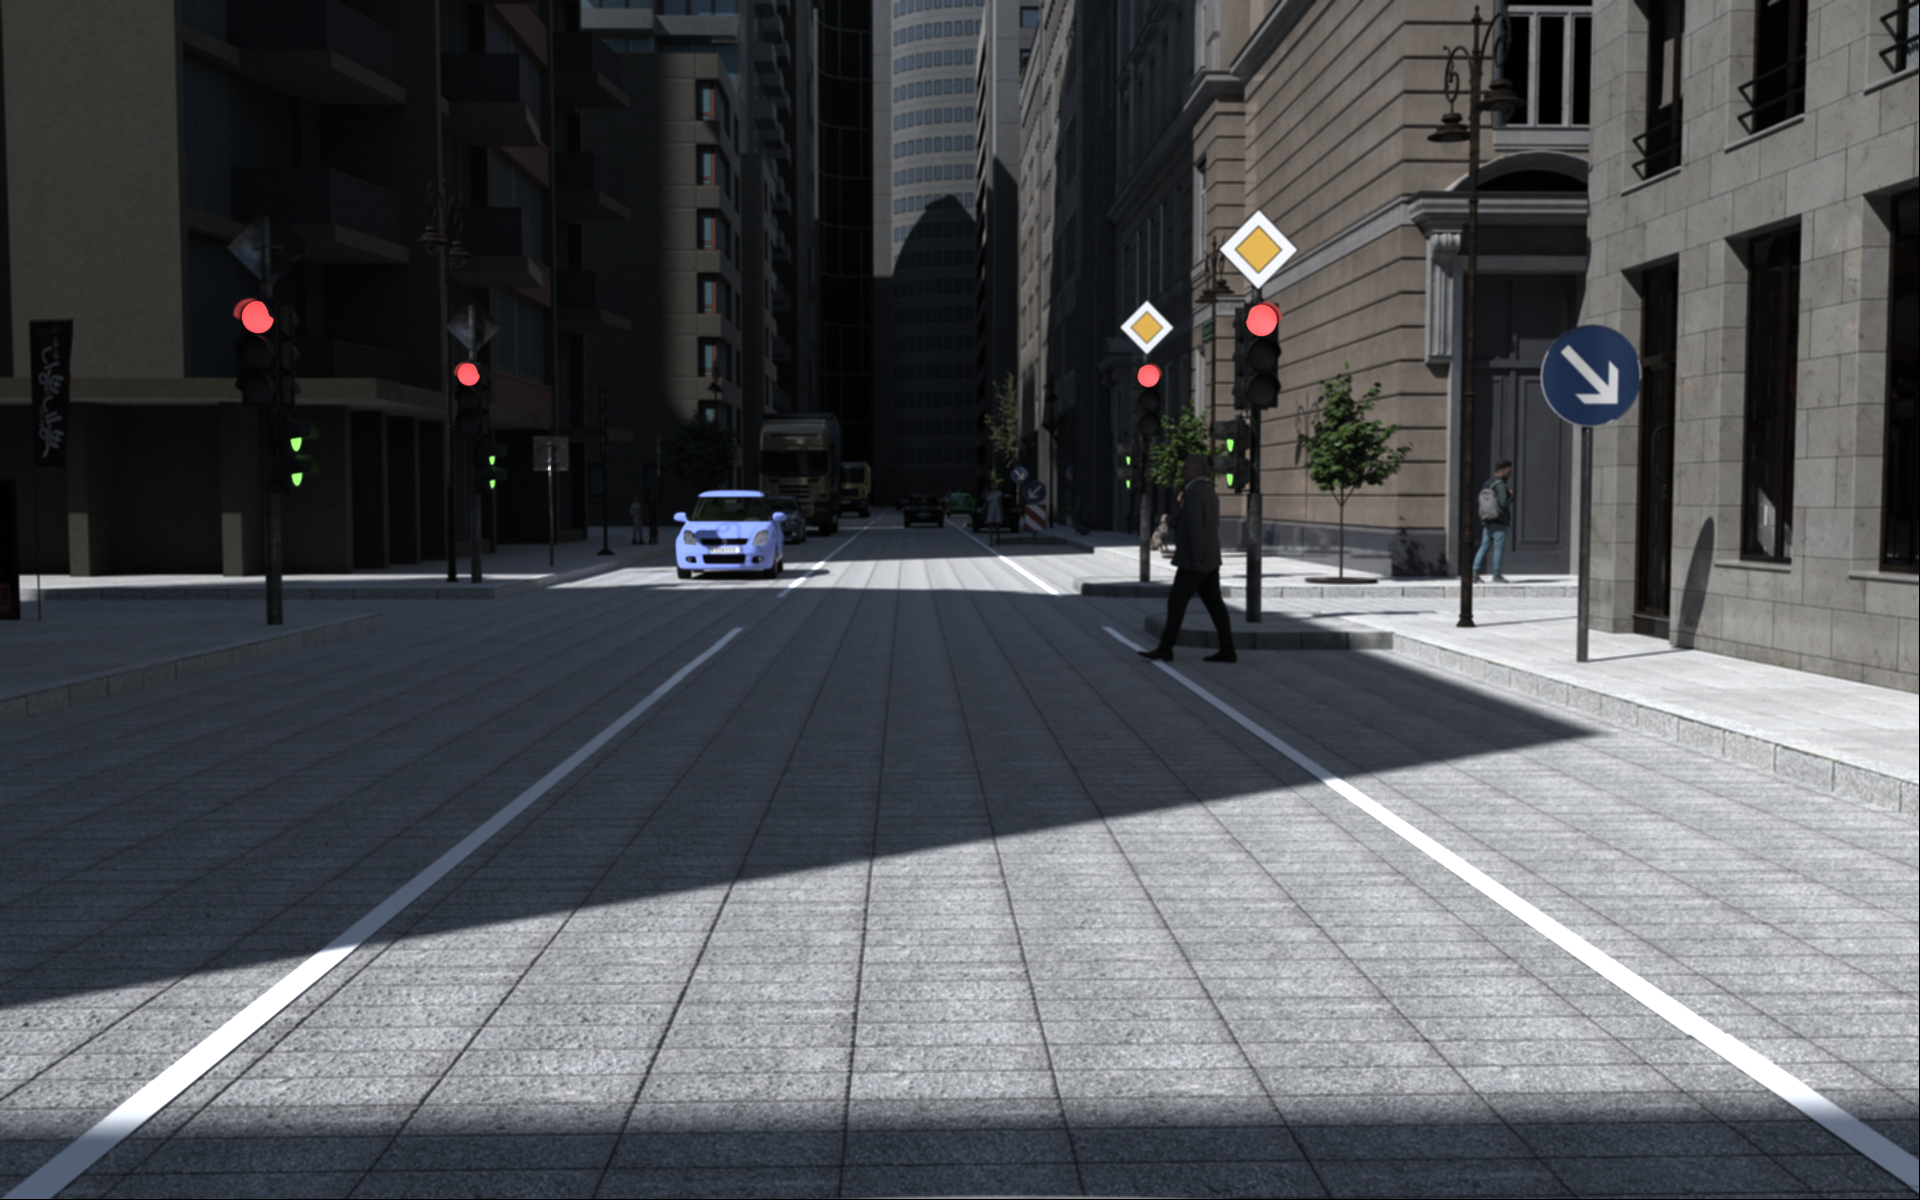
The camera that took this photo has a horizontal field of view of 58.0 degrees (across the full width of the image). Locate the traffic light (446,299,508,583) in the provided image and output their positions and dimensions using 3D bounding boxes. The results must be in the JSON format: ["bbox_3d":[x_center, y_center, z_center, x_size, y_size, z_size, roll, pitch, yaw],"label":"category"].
[{"bbox_3d":[-6.971,-2.202,24.926,0.839,4.253,0.868,0,4,-2],"label":"traffic light"}]

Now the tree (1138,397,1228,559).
[{"bbox_3d":[4.670,-2.441,34.517,1.663,3.219,1.824,0,3,0],"label":"tree"}]

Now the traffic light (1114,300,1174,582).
[{"bbox_3d":[2.685,-2.221,25.228,0.839,4.253,0.868,0,4,-2],"label":"traffic light"}]

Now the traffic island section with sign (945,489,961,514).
[{"bbox_3d":[-0.317,-7.265,127.417,1.989,1.847,2.006,0,4,-2],"label":"traffic island section with sign"}]

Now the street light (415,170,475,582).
[{"bbox_3d":[-7.428,-3.203,25.156,0.468,5.910,1.993,0,4,-2],"label":"street light"}]

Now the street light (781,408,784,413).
[{"bbox_3d":[-9.534,-7.375,93.367,0.468,5.910,1.993,0,4,-2],"label":"street light"}]

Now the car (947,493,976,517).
[{"bbox_3d":[0.032,-6.165,109.591,1.959,1.807,4.718,0,4,-1],"label":"car"}]

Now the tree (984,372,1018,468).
[{"bbox_3d":[3.526,-9.371,103.571,4.737,8.622,4.395,0,3,0],"label":"tree"}]

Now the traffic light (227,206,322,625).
[{"bbox_3d":[-6.733,-1.714,16.944,0.839,4.253,0.868,0,4,-2],"label":"traffic light"}]

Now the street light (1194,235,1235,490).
[{"bbox_3d":[4.560,-3.573,31.200,0.468,5.910,1.993,0,4,-2],"label":"street light"}]

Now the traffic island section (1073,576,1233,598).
[{"bbox_3d":[2.726,-0.187,25.344,2.009,0.180,2.903,0,4,-2],"label":"traffic island section"}]

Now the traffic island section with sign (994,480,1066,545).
[{"bbox_3d":[1.999,-2.526,49.932,1.989,1.847,2.006,0,4,-2],"label":"traffic island section with sign"}]

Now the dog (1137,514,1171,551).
[{"bbox_3d":[4.409,-1.526,39.326,0.800,0.831,0.513,0,4,2],"label":"dog"}]

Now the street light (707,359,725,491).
[{"bbox_3d":[-8.343,-5.289,59.258,0.468,5.910,1.993,0,4,-2],"label":"street light"}]

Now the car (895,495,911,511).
[{"bbox_3d":[-4.566,-8.281,147.976,1.945,1.354,3.894,0,4,-1],"label":"car"}]

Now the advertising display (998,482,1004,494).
[{"bbox_3d":[2.261,-5.555,96.045,0.123,1.923,0.974,1,4,13],"label":"advertising display"}]

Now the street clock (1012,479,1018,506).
[{"bbox_3d":[2.687,-4.927,85.124,0.358,2.002,0.471,0,4,-7],"label":"street clock"}]

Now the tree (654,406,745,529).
[{"bbox_3d":[-9.615,-4.933,64.372,4.285,4.588,4.351,0,3,0],"label":"tree"}]

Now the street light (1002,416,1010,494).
[{"bbox_3d":[2.595,-7.784,100.054,0.468,5.910,1.993,0,4,-2],"label":"street light"}]

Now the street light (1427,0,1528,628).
[{"bbox_3d":[4.888,-2.677,16.554,0.468,5.910,1.993,0,4,-2],"label":"street light"}]

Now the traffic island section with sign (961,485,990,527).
[{"bbox_3d":[1.196,-4.174,76.875,1.989,1.847,2.006,0,4,-2],"label":"traffic island section with sign"}]

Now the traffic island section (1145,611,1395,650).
[{"bbox_3d":[2.964,0.301,17.362,2.009,0.180,2.903,0,4,-2],"label":"traffic island section"}]

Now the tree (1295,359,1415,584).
[{"bbox_3d":[5.495,-1.856,24.946,1.663,3.219,1.824,0,3,0],"label":"tree"}]

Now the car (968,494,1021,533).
[{"bbox_3d":[1.326,-3.386,65.149,2.009,1.686,4.222,0,4,0],"label":"car"}]

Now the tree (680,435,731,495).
[{"bbox_3d":[-8.360,-3.816,56.995,1.663,3.219,1.824,0,3,0],"label":"tree"}]

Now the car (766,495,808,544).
[{"bbox_3d":[-5.460,-2.377,50.873,2.014,1.417,4.499,0,4,-2],"label":"car"}]

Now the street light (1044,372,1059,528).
[{"bbox_3d":[3.466,-5.679,65.638,0.468,5.910,1.993,0,4,-2],"label":"street light"}]

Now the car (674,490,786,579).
[{"bbox_3d":[-4.004,-1.275,30.437,1.945,1.707,3.694,0,4,-3],"label":"car"}]

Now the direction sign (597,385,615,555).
[{"bbox_3d":[-7.472,-2.718,36.429,0.379,3.537,0.876,0,4,-1],"label":"direction sign"}]

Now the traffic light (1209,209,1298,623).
[{"bbox_3d":[2.923,-1.732,17.247,0.839,4.253,0.868,0,4,-2],"label":"traffic light"}]

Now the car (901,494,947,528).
[{"bbox_3d":[-1.565,-4.020,75.505,2.009,1.686,4.222,0,4,-1],"label":"car"}]

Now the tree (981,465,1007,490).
[{"bbox_3d":[2.315,-7.408,115.722,1.663,3.219,1.824,0,3,0],"label":"tree"}]
